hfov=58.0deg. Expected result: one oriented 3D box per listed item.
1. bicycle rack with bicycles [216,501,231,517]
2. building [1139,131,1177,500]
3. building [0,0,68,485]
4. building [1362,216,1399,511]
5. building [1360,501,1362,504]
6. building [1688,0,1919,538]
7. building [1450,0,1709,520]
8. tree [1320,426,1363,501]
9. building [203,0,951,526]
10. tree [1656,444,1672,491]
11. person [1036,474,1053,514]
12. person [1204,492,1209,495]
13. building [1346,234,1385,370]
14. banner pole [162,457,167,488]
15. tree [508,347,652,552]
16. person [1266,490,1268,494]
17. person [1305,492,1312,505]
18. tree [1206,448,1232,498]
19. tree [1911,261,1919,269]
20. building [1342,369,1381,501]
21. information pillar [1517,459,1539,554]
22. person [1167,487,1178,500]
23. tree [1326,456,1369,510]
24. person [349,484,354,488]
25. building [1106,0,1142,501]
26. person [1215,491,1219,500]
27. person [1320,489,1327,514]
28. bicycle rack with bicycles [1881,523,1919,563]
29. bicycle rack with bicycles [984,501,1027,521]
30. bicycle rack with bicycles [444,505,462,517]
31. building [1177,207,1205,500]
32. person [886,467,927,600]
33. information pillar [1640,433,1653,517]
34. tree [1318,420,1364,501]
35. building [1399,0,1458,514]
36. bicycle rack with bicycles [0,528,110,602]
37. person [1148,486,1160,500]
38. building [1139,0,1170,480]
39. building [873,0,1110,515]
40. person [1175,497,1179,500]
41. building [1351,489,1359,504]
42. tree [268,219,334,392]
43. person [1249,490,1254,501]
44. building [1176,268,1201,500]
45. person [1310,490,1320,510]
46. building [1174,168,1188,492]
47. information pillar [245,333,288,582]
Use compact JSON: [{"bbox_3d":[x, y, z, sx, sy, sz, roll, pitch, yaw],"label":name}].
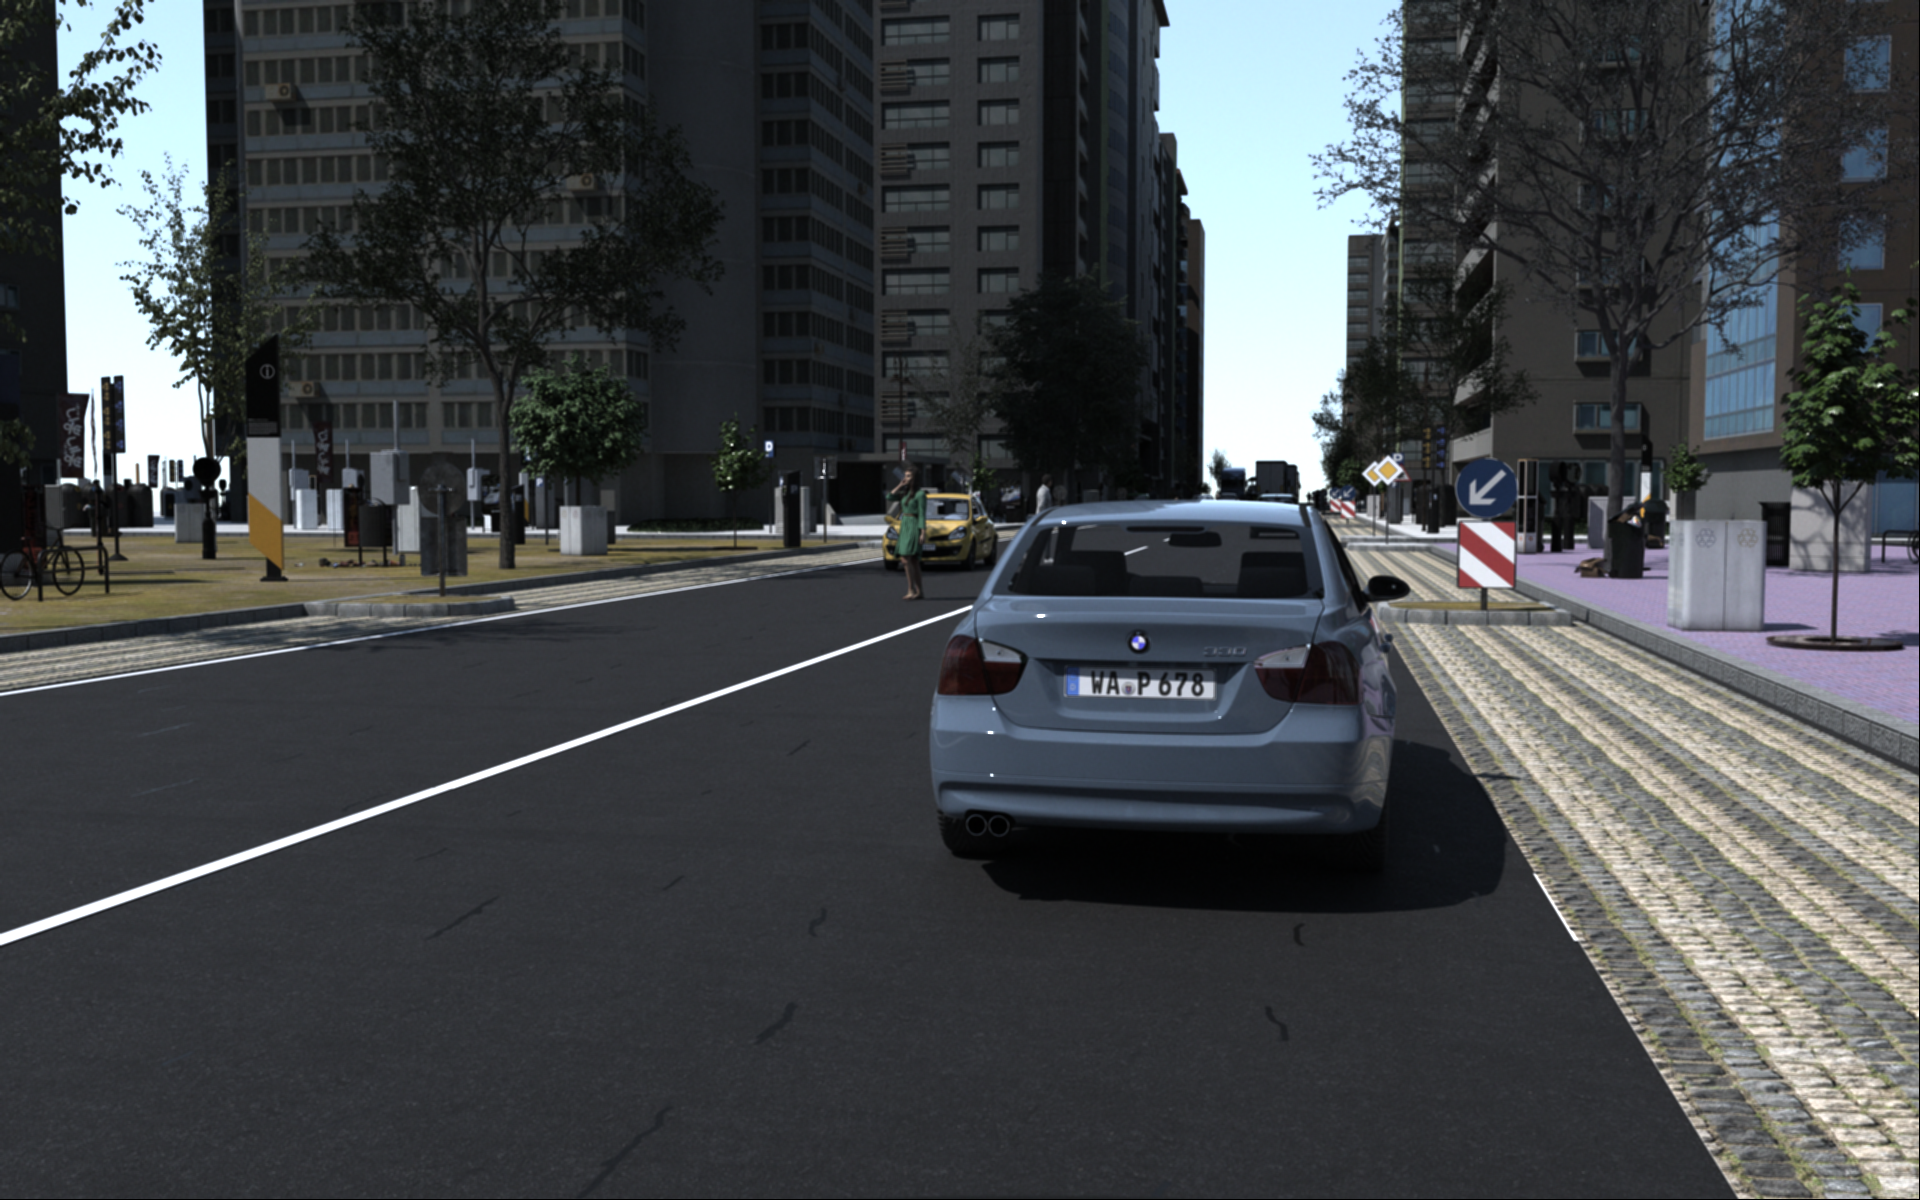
[{"bbox_3d":[-39.331,-4.782,91.572,2.925,0.926,2.852,-2,4,-25],"label":"bicycle rack with bicycles"},{"bbox_3d":[16.351,-31.079,191.733,14.154,41.232,14.086,1,4,11],"label":"building"},{"bbox_3d":[-55.989,-27.640,75.620,21.600,48.544,21.300,1,4,11],"label":"building"},{"bbox_3d":[54.249,-28.529,158.324,32.217,40.220,23.993,1,4,11],"label":"building"},{"bbox_3d":[59.427,-29.959,181.714,32.217,40.220,23.993,1,4,11],"label":"building"},{"bbox_3d":[32.351,-24.723,54.330,14.200,45.320,14.600,1,4,11],"label":"building"},{"bbox_3d":[35.001,-27.922,80.233,21.300,48.544,21.600,1,4,11],"label":"building"},{"bbox_3d":[39.620,-14.072,180.444,4.360,8.622,3.978,0,3,0],"label":"tree"},{"bbox_3d":[-17.321,-23.754,80.257,32.217,40.220,23.993,1,4,11],"label":"building"},{"bbox_3d":[24.080,-3.854,57.621,1.663,3.219,1.824,0,3,0],"label":"tree"},{"bbox_3d":[1.671,-1.696,36.068,0.795,1.843,0.661,0,4,3],"label":"person"},{"bbox_3d":[28.583,-11.711,200.782,0.742,1.727,0.445,2,4,27],"label":"person"},{"bbox_3d":[67.924,-36.042,272.880,14.154,41.232,14.086,1,4,11],"label":"building"},{"bbox_3d":[-53.109,-7.686,115.690,0.863,3.779,0.401,3,5,44],"label":"banner pole"},{"bbox_3d":[-8.623,-3.388,39.115,4.285,4.588,4.351,0,3,0],"label":"tree"},{"bbox_3d":[23.592,-7.558,132.788,1.217,1.736,0.721,3,5,44],"label":"person"},{"bbox_3d":[44.363,-12.947,220.712,0.750,1.759,0.617,-3,4,-36],"label":"person"},{"bbox_3d":[42.755,-20.340,282.913,4.737,8.622,4.395,0,3,0],"label":"tree"},{"bbox_3d":[21.830,-5.202,35.408,4.737,8.622,4.395,0,3,0],"label":"tree"},{"bbox_3d":[69.856,-24.844,251.243,27.650,21.520,28.899,1,4,11],"label":"building"},{"bbox_3d":[12.093,-1.983,36.908,0.304,2.012,0.304,-1,4,-15],"label":"information pillar"},{"bbox_3d":[12.491,-5.679,101.268,0.656,1.842,0.836,-1,4,-22],"label":"person"},{"bbox_3d":[32.652,-9.798,143.908,4.285,4.588,4.351,0,3,0],"label":"tree"},{"bbox_3d":[-18.470,-2.689,53.130,0.598,1.740,0.731,0,4,-3],"label":"person"},{"bbox_3d":[3.226,-36.807,143.786,21.231,58.520,28.212,1,4,11],"label":"building"},{"bbox_3d":[32.786,-12.978,220.693,0.705,1.824,1.348,-1,4,-16],"label":"person"},{"bbox_3d":[26.095,-7.070,124.289,0.583,1.804,0.606,1,4,19],"label":"person"},{"bbox_3d":[18.316,-1.120,31.693,2.852,0.926,2.925,0,4,-5],"label":"bicycle rack with bicycles"},{"bbox_3d":[1.751,-4.327,84.126,2.925,0.926,2.852,-2,4,-29],"label":"bicycle rack with bicycles"},{"bbox_3d":[-17.977,-2.762,58.546,2.852,0.926,2.925,0,4,3],"label":"bicycle rack with bicycles"},{"bbox_3d":[31.324,-38.180,274.356,14.600,45.320,14.200,1,4,11],"label":"building"},{"bbox_3d":[-0.632,-0.896,23.395,0.600,1.795,0.529,3,5,39],"label":"person"},{"bbox_3d":[26.256,-4.582,66.271,0.183,3.616,0.504,-1,4,-22],"label":"information pillar"},{"bbox_3d":[38.047,-13.524,171.477,4.737,8.622,4.395,0,3,0],"label":"tree"},{"bbox_3d":[36.645,-26.463,116.259,14.154,41.232,14.086,1,4,11],"label":"building"},{"bbox_3d":[-12.011,-0.485,21.319,2.852,0.926,2.925,0,4,-1],"label":"bicycle rack with bicycles"},{"bbox_3d":[9.656,-4.832,87.493,0.794,1.824,0.713,-2,4,-27],"label":"person"},{"bbox_3d":[5.450,-35.666,172.369,28.713,52.752,27.495,1,4,11],"label":"building"},{"bbox_3d":[1.898,-26.204,112.033,14.154,41.232,14.086,1,4,11],"label":"building"},{"bbox_3d":[8.347,-3.298,66.695,0.640,1.303,0.475,3,5,44],"label":"person"},{"bbox_3d":[67.543,-32.537,223.867,32.217,40.220,23.993,1,4,11],"label":"building"},{"bbox_3d":[-16.253,-5.357,37.943,4.737,8.622,4.395,0,3,0],"label":"tree"},{"bbox_3d":[26.030,-8.954,154.902,0.705,1.822,1.348,1,4,21],"label":"person"},{"bbox_3d":[19.477,-34.551,256.787,32.217,40.220,23.993,1,4,11],"label":"building"},{"bbox_3d":[26.443,-7.311,128.554,1.217,1.766,0.721,-2,4,-30],"label":"person"},{"bbox_3d":[18.498,-35.142,229.195,22.147,44.769,28.867,1,4,11],"label":"building"},{"bbox_3d":[-10.169,-2.080,25.359,0.504,3.616,0.183,0,4,-1],"label":"information pillar"}]
